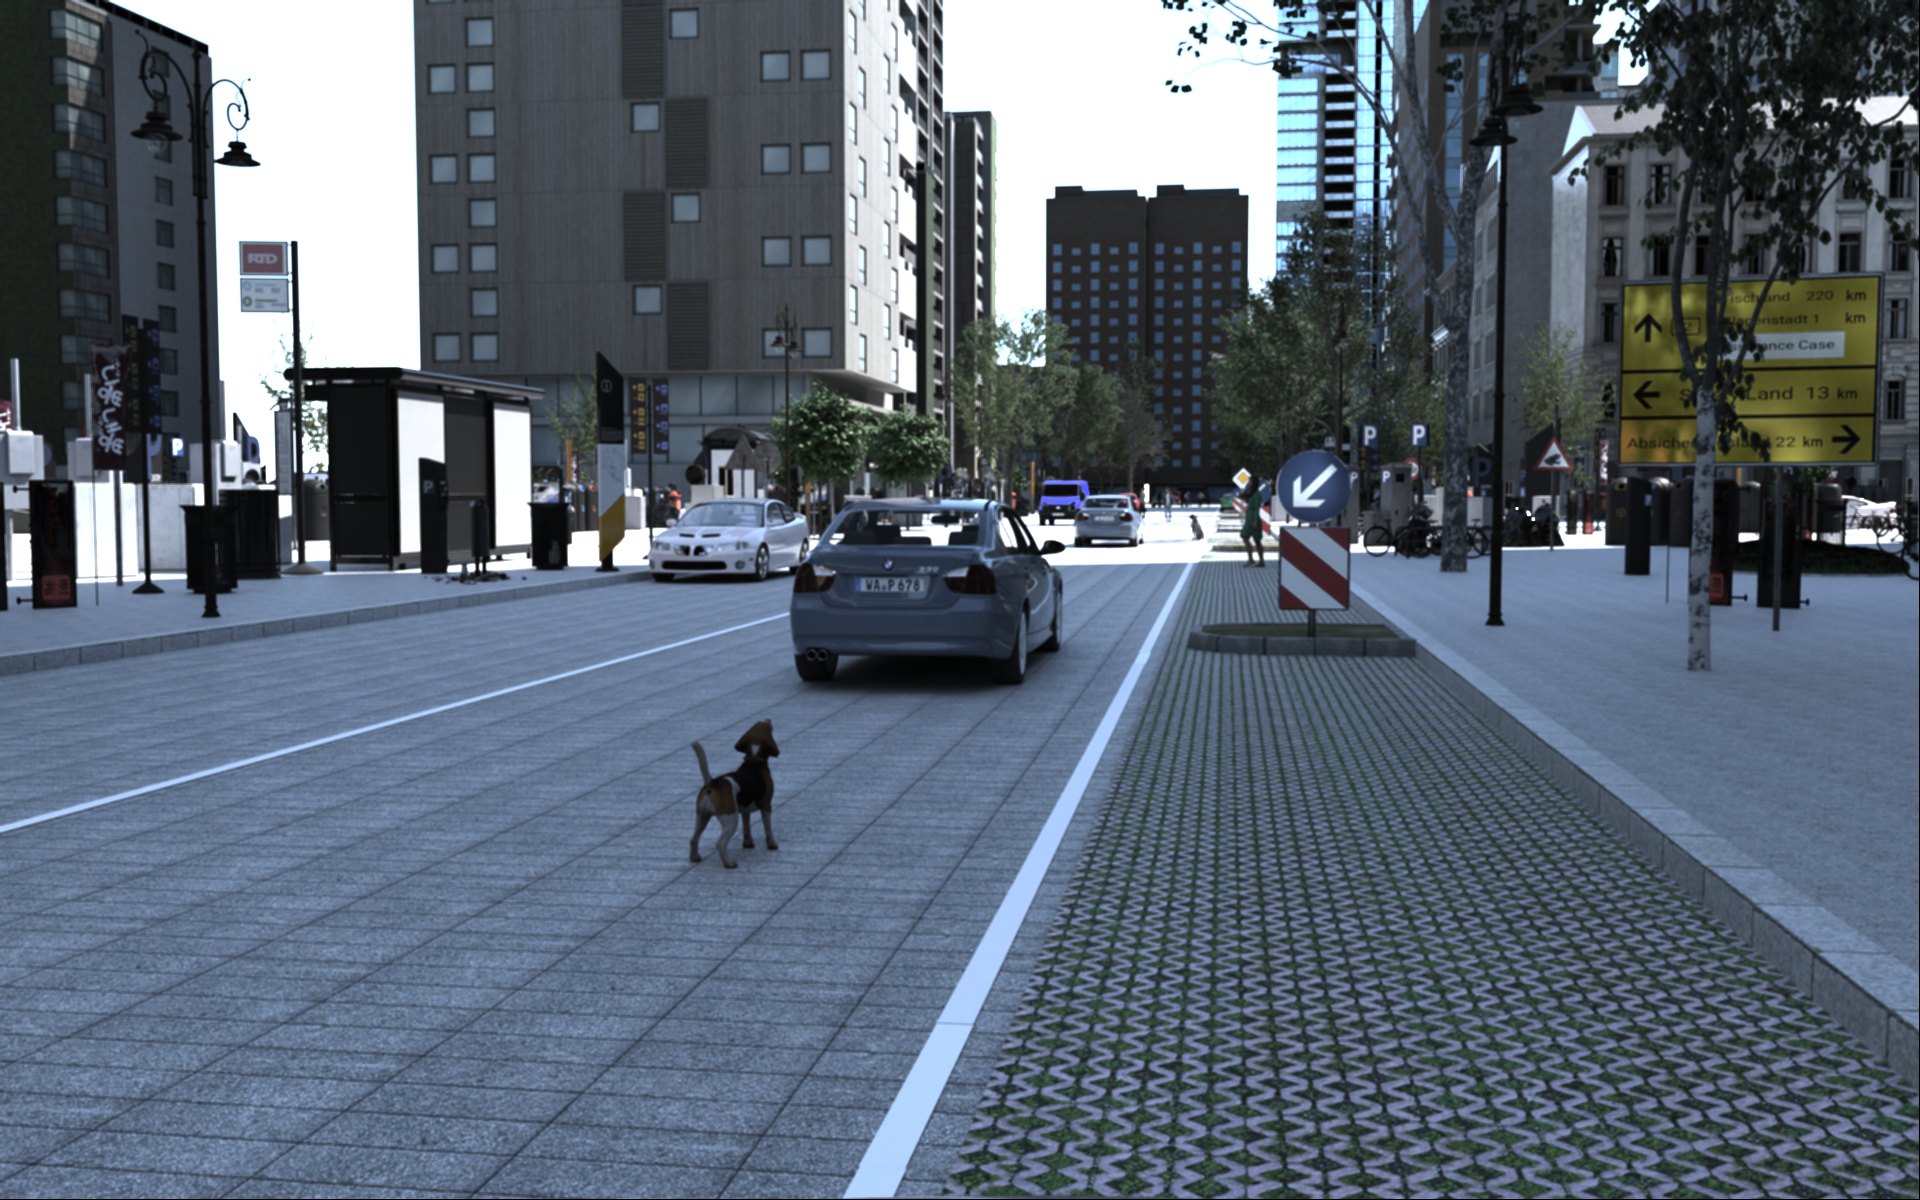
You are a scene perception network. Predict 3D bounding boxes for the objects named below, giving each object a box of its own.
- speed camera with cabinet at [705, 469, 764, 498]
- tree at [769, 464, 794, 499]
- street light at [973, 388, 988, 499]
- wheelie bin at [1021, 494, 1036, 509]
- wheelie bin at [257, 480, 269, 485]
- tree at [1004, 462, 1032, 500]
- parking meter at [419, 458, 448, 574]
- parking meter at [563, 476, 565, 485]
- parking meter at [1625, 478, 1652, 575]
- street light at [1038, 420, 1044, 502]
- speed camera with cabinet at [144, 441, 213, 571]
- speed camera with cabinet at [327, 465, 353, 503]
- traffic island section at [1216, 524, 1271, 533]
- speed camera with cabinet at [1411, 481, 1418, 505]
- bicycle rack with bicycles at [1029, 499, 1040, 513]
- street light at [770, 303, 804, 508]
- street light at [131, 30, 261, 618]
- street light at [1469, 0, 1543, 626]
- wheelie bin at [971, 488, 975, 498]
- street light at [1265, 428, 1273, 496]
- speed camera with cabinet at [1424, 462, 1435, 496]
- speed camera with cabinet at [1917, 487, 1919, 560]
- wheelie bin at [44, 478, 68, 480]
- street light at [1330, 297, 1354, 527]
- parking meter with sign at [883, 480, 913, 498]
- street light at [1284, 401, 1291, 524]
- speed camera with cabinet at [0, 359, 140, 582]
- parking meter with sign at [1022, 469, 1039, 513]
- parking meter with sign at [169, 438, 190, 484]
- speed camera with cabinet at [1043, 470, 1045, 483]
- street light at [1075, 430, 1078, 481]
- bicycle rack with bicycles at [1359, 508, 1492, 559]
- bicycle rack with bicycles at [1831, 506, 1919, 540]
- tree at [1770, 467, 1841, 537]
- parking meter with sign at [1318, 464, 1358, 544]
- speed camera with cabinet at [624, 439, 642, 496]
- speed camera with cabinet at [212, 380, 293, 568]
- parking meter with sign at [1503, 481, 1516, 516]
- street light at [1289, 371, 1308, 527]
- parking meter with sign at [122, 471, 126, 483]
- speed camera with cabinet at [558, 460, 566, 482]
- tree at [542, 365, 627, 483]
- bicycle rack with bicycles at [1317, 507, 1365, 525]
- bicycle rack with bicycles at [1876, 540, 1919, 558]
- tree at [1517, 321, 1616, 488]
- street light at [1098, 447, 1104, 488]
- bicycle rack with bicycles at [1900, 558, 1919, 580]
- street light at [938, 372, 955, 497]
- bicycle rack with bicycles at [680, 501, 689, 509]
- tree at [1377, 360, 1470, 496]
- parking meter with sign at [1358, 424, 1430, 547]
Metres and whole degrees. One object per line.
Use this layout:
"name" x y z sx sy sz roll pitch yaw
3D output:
"speed camera with cabinet" -7.954 -4.087 61.157 2.038 3.252 0.660 -2 4 -33
"tree" -9.794 -6.515 101.128 1.663 3.219 1.824 0 3 0
"street light" 0.897 -6.268 75.269 0.468 5.910 1.993 1 4 9
"wheelie bin" 5.134 -7.620 132.494 0.980 1.594 0.693 -1 4 -17
"wheelie bin" -15.538 -1.877 38.596 0.693 1.594 0.980 -3 4 -36
"tree" 3.435 -6.547 101.637 1.663 3.219 1.824 0 3 0
"parking meter" -8.477 -1.358 27.913 0.399 1.863 0.255 1 4 15
"parking meter" -10.955 -2.537 47.185 0.399 1.863 0.255 2 4 26
"parking meter" 10.780 -1.169 27.526 0.372 1.533 0.369 0 3 0
"street light" 4.643 -7.725 99.085 0.468 5.910 1.993 1 4 9
"speed camera with cabinet" -13.713 -2.114 28.898 2.038 3.252 0.660 0 4 -4
"speed camera with cabinet" -18.712 -3.552 52.415 0.660 3.252 2.038 -1 4 -11
"traffic island section" 10.731 -2.648 65.569 2.009 0.180 2.903 1 4 9
"speed camera with cabinet" 31.965 -7.971 124.658 2.038 3.252 0.660 -2 4 -25
"bicycle rack with bicycles" 6.901 -7.655 138.538 2.925 0.926 2.852 3 4 38
"street light" -4.190 -4.238 42.072 0.468 5.910 1.993 1 4 9
"street light" -7.814 -2.759 17.897 0.468 5.910 1.993 1 4 9
"street light" 5.236 -2.690 16.775 0.468 5.910 1.993 1 4 9
"wheelie bin" 0.331 -5.088 91.096 0.980 1.594 0.693 -3 4 -38
"street light" 17.805 -7.701 98.694 0.468 5.910 1.993 1 4 9
"speed camera with cabinet" 30.008 -6.983 108.516 2.038 3.252 0.660 0 4 -3
"speed camera with cabinet" 18.957 -2.307 32.050 2.038 3.252 0.660 3 4 39
"wheelie bin" -17.643 -1.582 33.767 0.980 1.594 0.693 -2 4 -25
"street light" 8.939 -4.153 40.689 0.468 5.910 1.993 1 4 9
"parking meter with sign" -2.948 -5.019 78.325 1.738 3.016 0.543 1 4 13
"street light" 14.198 -6.243 74.857 0.468 5.910 1.993 1 4 9
"speed camera with cabinet" -13.523 -1.939 26.044 0.660 3.252 2.038 3 5 39
"parking meter with sign" 4.629 -7.590 120.355 1.738 3.016 0.543 0 4 7
"parking meter with sign" -23.693 -3.533 54.023 1.738 3.016 0.543 1 4 14
"speed camera with cabinet" 6.674 -9.010 141.643 0.660 3.252 2.038 0 4 2
"street light" 8.284 -9.206 123.298 0.468 5.910 1.993 1 4 9
"bicycle rack with bicycles" 9.699 -1.334 35.201 2.925 0.926 2.852 0 4 8
"bicycle rack with bicycles" 28.152 -2.405 52.709 2.925 0.926 2.852 -1 4 -16
"tree" 22.189 -3.124 45.677 1.663 3.219 1.824 0 3 0
"parking meter with sign" 9.894 -2.949 44.473 0.543 3.016 1.738 -2 4 -30
"speed camera with cabinet" -12.195 -4.219 63.322 0.660 3.252 2.038 0 4 7
"speed camera with cabinet" -12.745 -2.226 30.731 0.660 3.252 2.038 1 4 15
"parking meter with sign" 31.438 -6.286 99.033 1.738 3.016 0.543 1 4 22
"street light" 12.726 -5.627 64.782 0.468 5.910 1.993 1 4 9
"parking meter with sign" -47.134 -6.107 96.105 1.738 3.016 0.543 0 4 4
"speed camera with cabinet" -22.275 -6.421 99.323 2.038 3.252 0.660 0 4 -2
"tree" -20.723 -8.915 96.126 4.737 8.622 4.395 0 3 0
"bicycle rack with bicycles" 11.299 -2.176 48.955 2.925 0.926 2.852 0 4 -5
"bicycle rack with bicycles" 21.292 -1.413 36.479 2.852 0.926 2.925 -3 5 -41
"tree" 25.221 -7.493 72.865 4.737 8.622 4.395 0 3 0
"street light" 11.944 -10.677 147.348 0.468 5.910 1.993 1 4 9
"bicycle rack with bicycles" 15.470 -0.698 24.793 2.852 0.926 2.925 -1 4 -9
"street light" -0.526 -5.695 65.900 0.468 5.910 1.993 1 4 9
"bicycle rack with bicycles" -13.159 -4.567 88.045 2.852 0.926 2.925 3 4 39
"tree" 24.923 -8.733 93.150 4.737 8.622 4.395 0 3 0
"parking meter with sign" 10.723 -2.840 42.690 1.738 3.016 0.543 -2 4 -31
